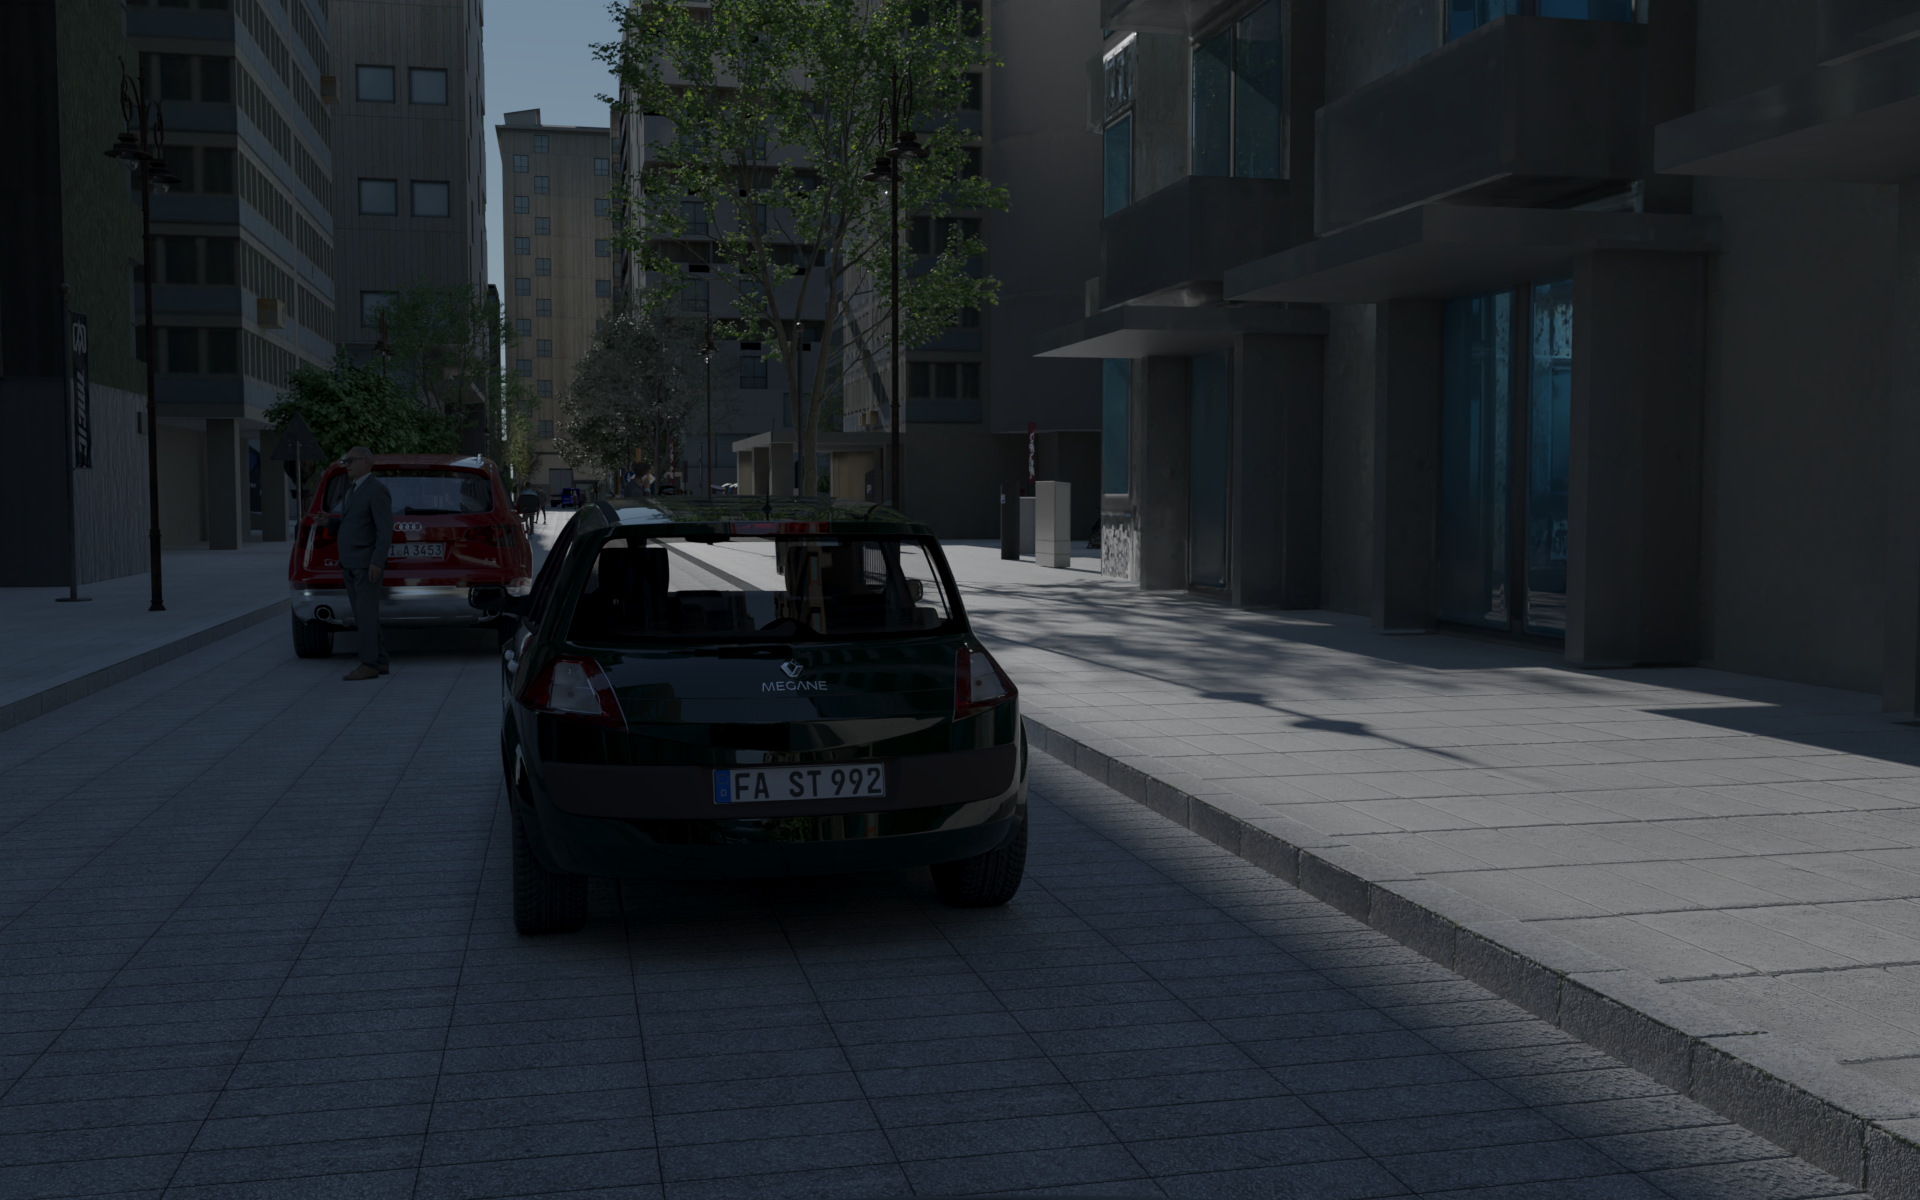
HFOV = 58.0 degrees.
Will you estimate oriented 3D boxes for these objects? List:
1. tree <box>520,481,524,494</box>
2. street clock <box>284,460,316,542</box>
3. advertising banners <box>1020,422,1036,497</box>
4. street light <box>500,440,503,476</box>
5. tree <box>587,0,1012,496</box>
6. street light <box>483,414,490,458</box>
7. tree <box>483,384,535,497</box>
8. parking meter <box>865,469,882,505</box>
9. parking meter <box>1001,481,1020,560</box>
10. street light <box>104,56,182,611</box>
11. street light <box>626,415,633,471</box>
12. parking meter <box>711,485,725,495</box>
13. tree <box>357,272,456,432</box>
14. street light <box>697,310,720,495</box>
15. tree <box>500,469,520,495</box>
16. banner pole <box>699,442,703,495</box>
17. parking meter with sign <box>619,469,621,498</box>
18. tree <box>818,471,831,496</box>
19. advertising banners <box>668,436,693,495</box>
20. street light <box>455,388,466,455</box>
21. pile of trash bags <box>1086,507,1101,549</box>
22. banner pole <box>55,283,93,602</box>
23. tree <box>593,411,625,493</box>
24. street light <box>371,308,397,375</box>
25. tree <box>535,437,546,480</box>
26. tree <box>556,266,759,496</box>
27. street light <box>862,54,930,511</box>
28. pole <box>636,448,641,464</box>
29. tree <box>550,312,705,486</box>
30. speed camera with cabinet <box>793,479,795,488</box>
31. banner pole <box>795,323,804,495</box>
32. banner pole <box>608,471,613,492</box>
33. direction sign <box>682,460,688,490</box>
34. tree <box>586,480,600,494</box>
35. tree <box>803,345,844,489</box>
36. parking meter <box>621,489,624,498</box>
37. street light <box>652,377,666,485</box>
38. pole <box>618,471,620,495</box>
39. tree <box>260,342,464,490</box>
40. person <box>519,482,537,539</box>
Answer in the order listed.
[{"bbox_3d":[-47.947,-11.669,185.393,1.663,3.219,1.824,0,3,0],"label":"tree"},{"bbox_3d":[-11.356,-1.545,29.828,0.471,2.002,0.358,-3,5,-41],"label":"street clock"},{"bbox_3d":[1.445,-2.778,41.602,0.090,3.025,2.074,2,4,24],"label":"advertising banners"},{"bbox_3d":[-33.054,-9.306,124.944,0.468,5.910,1.993,-1,4,-13],"label":"street light"},{"bbox_3d":[-2.895,-6.505,32.120,9.928,11.665,9.643,0,3,0],"label":"tree"},{"bbox_3d":[-27.302,-7.780,99.993,0.468,5.910,1.993,-1,4,-13],"label":"street light"},{"bbox_3d":[-31.324,-10.184,116.873,4.360,8.622,3.978,0,3,0],"label":"tree"},{"bbox_3d":[-2.024,-2.125,40.462,0.255,1.863,0.399,-3,4,-36],"label":"parking meter"},{"bbox_3d":[0.986,-1.558,33.892,0.372,1.533,0.369,0,3,0],"label":"parking meter"},{"bbox_3d":[-8.833,-2.819,18.878,0.468,5.910,1.993,-1,4,-13],"label":"street light"},{"bbox_3d":[-18.941,-7.721,99.022,0.468,5.910,1.993,-1,4,-13],"label":"street light"},{"bbox_3d":[-6.792,-2.462,48.670,0.372,1.533,0.369,0,3,0],"label":"parking meter"},{"bbox_3d":[-24.095,-9.456,80.353,9.928,11.665,9.643,0,3,0],"label":"tree"},{"bbox_3d":[-6.306,-4.326,43.520,0.468,5.910,1.993,-1,4,-13],"label":"street light"},{"bbox_3d":[-35.448,-8.574,134.781,1.663,3.219,1.824,0,3,0],"label":"tree"},{"bbox_3d":[-12.423,-5.692,83.080,0.401,3.779,0.863,-1,4,-18],"label":"banner pole"},{"bbox_3d":[-23.332,-7.549,119.691,0.543,3.016,1.738,-1,4,-8],"label":"parking meter with sign"},{"bbox_3d":[-9.236,-7.654,119.751,1.663,3.219,1.824,0,3,0],"label":"tree"},{"bbox_3d":[-8.558,-3.474,52.987,0.090,3.025,2.074,1,4,11],"label":"advertising banners"},{"bbox_3d":[-21.798,-6.294,75.692,0.468,5.910,1.993,-1,4,-13],"label":"street light"},{"bbox_3d":[4.419,-1.946,41.565,1.912,1.369,3.447,2,4,27],"label":"pile of trash bags"},{"bbox_3d":[-10.649,-1.888,20.893,0.401,3.779,0.863,0,4,-4],"label":"banner pole"},{"bbox_3d":[-30.778,-12.381,152.790,4.360,8.622,3.978,0,3,0],"label":"tree"},{"bbox_3d":[-14.321,-4.305,43.182,0.468,5.910,1.993,-1,4,-13],"label":"street light"},{"bbox_3d":[-44.304,-13.677,173.974,4.360,8.622,3.978,0,3,0],"label":"tree"},{"bbox_3d":[-15.712,-10.990,90.054,12.009,13.543,11.850,0,3,0],"label":"tree"},{"bbox_3d":[-0.705,-2.814,18.803,0.468,5.910,1.993,-1,4,-13],"label":"street light"},{"bbox_3d":[-14.282,-5.089,77.041,0.158,3.312,0.155,0,3,0],"label":"pole"},{"bbox_3d":[-20.718,-11.670,107.817,9.611,12.733,9.660,0,3,0],"label":"tree"},{"bbox_3d":[-10.530,-6.795,105.427,2.038,3.252,0.660,-2,4,-27],"label":"speed camera with cabinet"},{"bbox_3d":[-2.360,-2.183,25.704,0.401,3.779,0.863,0,4,-4],"label":"banner pole"},{"bbox_3d":[-29.320,-9.480,145.018,0.863,3.779,0.401,3,5,41],"label":"banner pole"},{"bbox_3d":[-18.560,-7.640,116.916,0.379,3.537,0.876,-2,4,-31],"label":"direction sign"},{"bbox_3d":[-44.549,-13.276,211.666,1.663,3.219,1.824,0,3,0],"label":"tree"},{"bbox_3d":[-5.548,-8.083,82.527,4.737,8.622,4.395,0,3,0],"label":"tree"},{"bbox_3d":[-18.128,-5.203,93.483,0.372,1.533,0.369,0,3,0],"label":"parking meter"},{"bbox_3d":[-11.883,-5.849,68.411,0.468,5.910,1.993,-1,4,-13],"label":"street light"},{"bbox_3d":[-29.046,-9.402,147.564,0.158,3.312,0.155,0,3,0],"label":"pole"},{"bbox_3d":[-13.384,-3.303,37.713,4.285,4.588,4.351,0,3,0],"label":"tree"},{"bbox_3d":[-13.690,-2.846,55.047,0.620,1.820,0.660,3,4,39],"label":"person"}]
